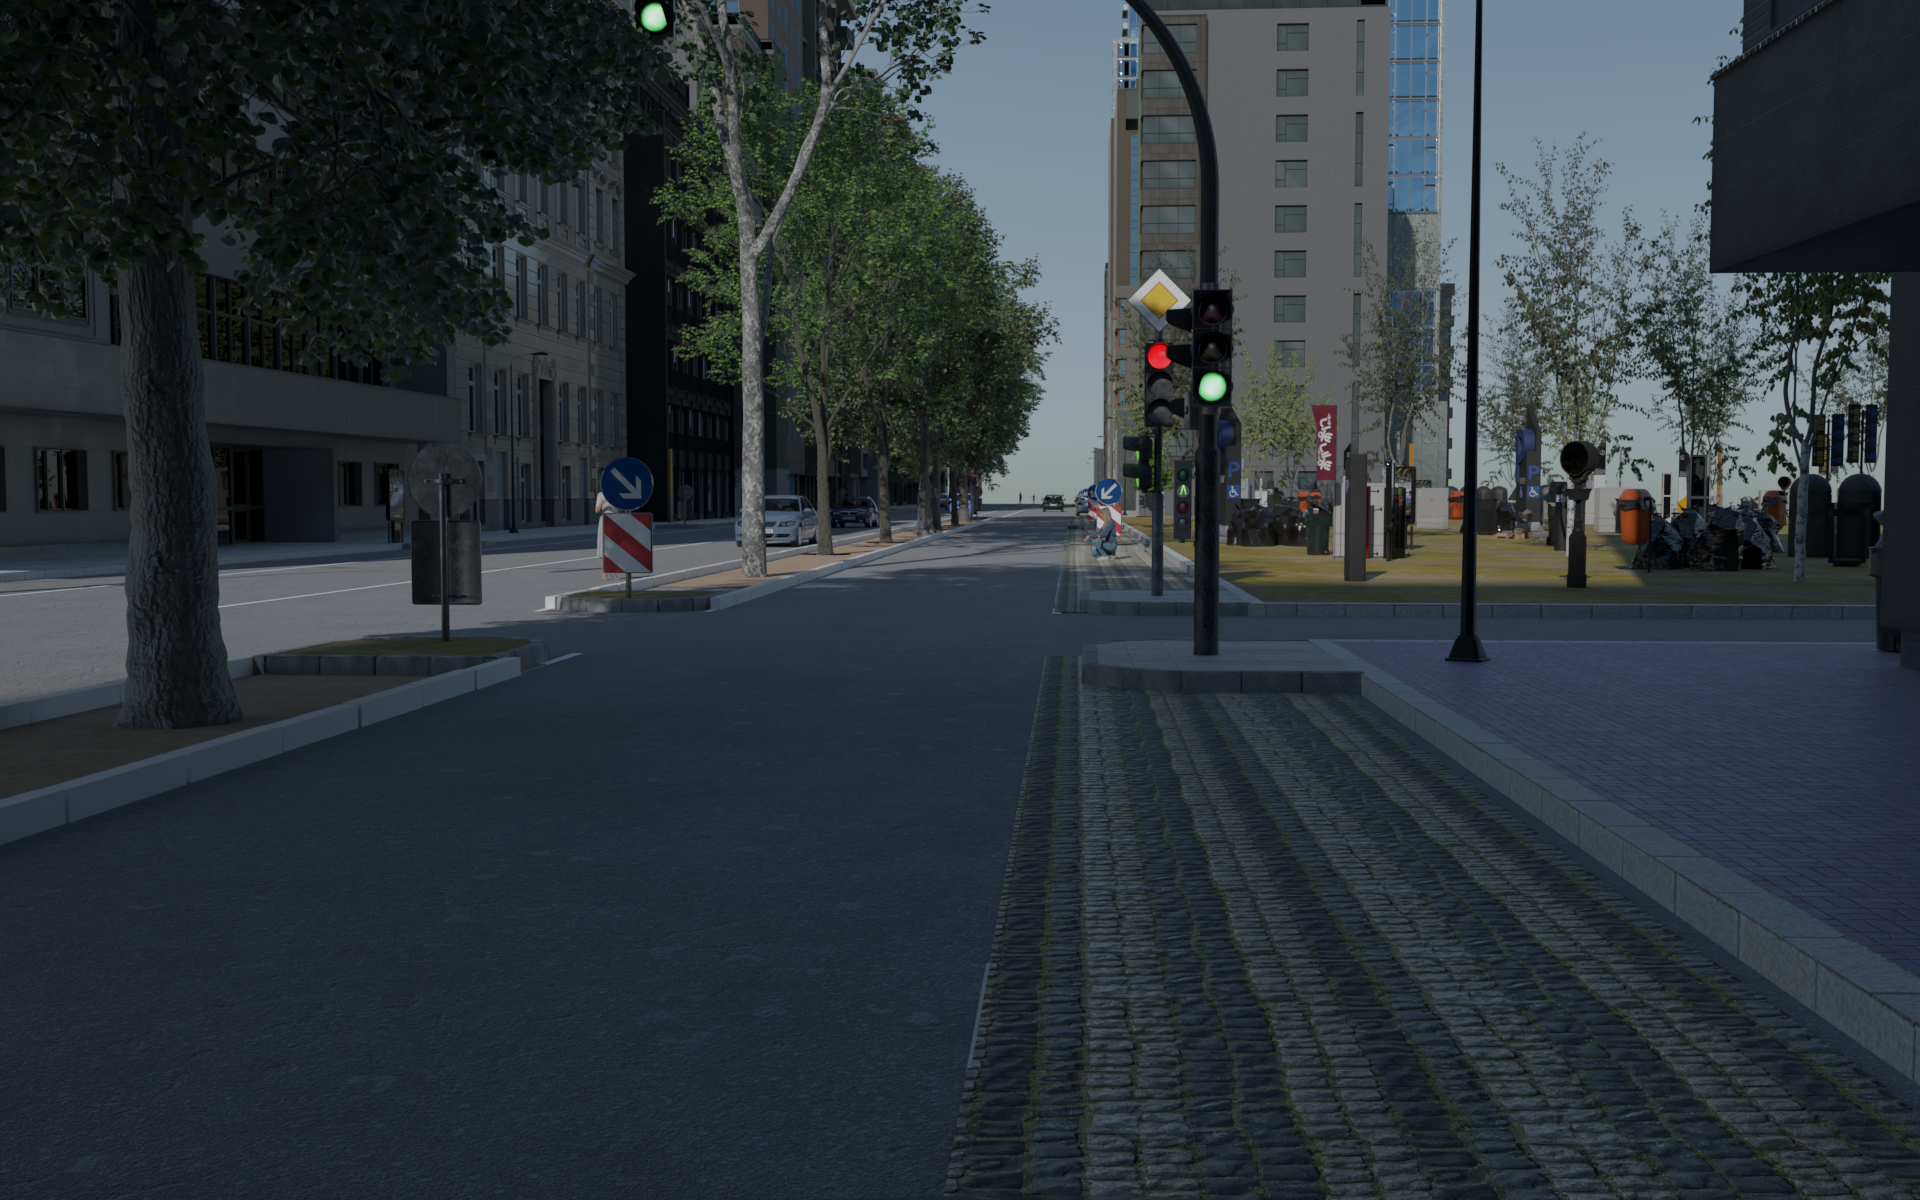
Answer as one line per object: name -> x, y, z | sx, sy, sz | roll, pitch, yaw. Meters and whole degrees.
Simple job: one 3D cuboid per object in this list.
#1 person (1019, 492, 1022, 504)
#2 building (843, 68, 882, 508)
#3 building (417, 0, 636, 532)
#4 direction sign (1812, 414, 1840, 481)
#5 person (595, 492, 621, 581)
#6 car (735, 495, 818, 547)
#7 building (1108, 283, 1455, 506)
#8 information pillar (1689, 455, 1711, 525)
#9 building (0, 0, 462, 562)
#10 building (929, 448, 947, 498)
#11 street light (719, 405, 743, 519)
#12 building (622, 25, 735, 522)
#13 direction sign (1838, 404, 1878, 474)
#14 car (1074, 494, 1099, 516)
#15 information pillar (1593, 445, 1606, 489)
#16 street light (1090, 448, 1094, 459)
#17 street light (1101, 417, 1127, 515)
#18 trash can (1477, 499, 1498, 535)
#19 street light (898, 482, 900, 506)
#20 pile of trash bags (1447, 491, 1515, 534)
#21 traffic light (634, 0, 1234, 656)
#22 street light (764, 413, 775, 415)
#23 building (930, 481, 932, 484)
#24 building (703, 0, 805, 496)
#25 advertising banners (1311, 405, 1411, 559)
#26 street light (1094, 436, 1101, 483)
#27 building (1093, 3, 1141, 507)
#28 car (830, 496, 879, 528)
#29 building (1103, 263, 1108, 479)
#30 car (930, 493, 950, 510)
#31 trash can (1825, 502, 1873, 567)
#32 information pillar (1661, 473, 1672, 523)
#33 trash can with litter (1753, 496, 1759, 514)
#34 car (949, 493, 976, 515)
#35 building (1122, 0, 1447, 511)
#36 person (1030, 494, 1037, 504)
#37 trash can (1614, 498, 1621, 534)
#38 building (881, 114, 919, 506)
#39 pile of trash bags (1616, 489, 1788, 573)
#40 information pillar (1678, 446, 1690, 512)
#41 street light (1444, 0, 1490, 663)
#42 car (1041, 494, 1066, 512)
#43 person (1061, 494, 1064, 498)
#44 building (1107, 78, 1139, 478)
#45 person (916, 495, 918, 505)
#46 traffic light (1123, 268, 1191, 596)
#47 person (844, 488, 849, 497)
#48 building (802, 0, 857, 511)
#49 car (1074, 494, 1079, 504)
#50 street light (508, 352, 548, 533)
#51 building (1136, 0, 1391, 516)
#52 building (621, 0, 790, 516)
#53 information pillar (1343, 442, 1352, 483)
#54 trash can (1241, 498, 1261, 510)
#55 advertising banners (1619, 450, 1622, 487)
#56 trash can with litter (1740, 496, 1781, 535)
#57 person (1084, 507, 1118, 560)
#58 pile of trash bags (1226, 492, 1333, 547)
person -> 8.552, -14.256, 242.108 | 0.617, 1.759, 0.750 | -2, 4, -34
building -> -14.947, -29.265, 162.069 | 14.154, 41.232, 14.086 | 0, 4, 4
building -> -21.387, -16.424, 65.793 | 12.463, 27.353, 25.104 | 0, 4, 4
direction sign -> 24.532, -3.487, 49.004 | 0.379, 3.537, 0.876 | -3, 4, -38
person -> -5.798, -1.203, 28.737 | 0.480, 1.755, 0.524 | -2, 4, -35
car -> -5.040, -2.221, 48.323 | 2.014, 1.417, 4.499 | 0, 4, 5
building -> 27.649, -19.106, 157.415 | 27.650, 21.520, 28.899 | 0, 4, 4
information pillar -> 13.799, -1.703, 32.338 | 0.304, 2.012, 0.304 | 2, 4, 34
building -> -22.941, -13.363, 37.544 | 14.314, 24.678, 30.058 | 0, 4, 4
building -> -9.327, -29.106, 247.581 | 14.160, 30.474, 14.107 | 0, 4, 4
street light -> -11.895, -7.215, 90.509 | 1.470, 5.913, 1.316 | 0, 4, 4
building -> -18.968, -15.718, 86.671 | 12.332, 23.373, 15.834 | 0, 4, 4
direction sign -> 22.721, -3.160, 43.668 | 0.876, 3.537, 0.379 | -1, 4, -16
car -> 8.425, -6.188, 113.172 | 2.014, 1.417, 4.499 | 0, 4, 3
information pillar -> 27.597, -5.097, 74.694 | 0.504, 3.616, 0.183 | 0, 4, 7
street light -> 13.922, -12.240, 172.662 | 1.470, 5.913, 1.316 | 0, 4, 4
street light -> 9.378, -8.046, 104.098 | 1.470, 5.913, 1.316 | 0, 4, 4
trash can -> 16.469, -2.603, 54.214 | 0.748, 1.137, 0.748 | 0, 3, 0
street light -> -5.867, -12.823, 182.196 | 1.470, 5.913, 1.316 | 0, 4, 4
pile of trash bags -> 17.245, -2.886, 56.933 | 3.447, 1.369, 1.912 | -3, 4, -36
traffic light -> -0.151, -2.391, 13.753 | 4.771, 5.953, 1.251 | 0, 4, 4
street light -> -11.302, -7.749, 99.229 | 1.470, 5.913, 1.316 | 0, 4, 4
building -> -14.659, -34.937, 225.843 | 22.147, 44.769, 28.867 | 0, 4, 4
building -> -18.725, -28.683, 119.086 | 14.600, 45.320, 14.200 | 0, 4, 4
advertising banners -> 7.909, -2.325, 34.199 | 2.074, 3.025, 0.090 | -1, 4, -9
street light -> 11.647, -10.148, 138.458 | 1.470, 5.913, 1.316 | 0, 4, 4
building -> 29.858, -56.576, 237.695 | 22.319, 86.520, 31.000 | 0, 4, 4
car -> -4.526, -3.781, 74.404 | 1.945, 1.354, 3.894 | 0, 4, 4
building -> 24.956, -27.199, 216.410 | 14.160, 30.474, 14.107 | 0, 4, 4
car -> -1.817, -9.062, 157.202 | 2.155, 1.783, 4.494 | 0, 4, 5
trash can -> 15.690, -1.159, 30.610 | 0.748, 1.137, 0.748 | 0, 3, 0
information pillar -> 24.567, -3.409, 60.233 | 0.304, 2.012, 0.304 | 1, 4, 15
trash can with litter -> 40.864, -4.776, 89.473 | 0.624, 1.170, 1.055 | -3, 4, -39
car -> 0.248, -6.885, 122.158 | 1.945, 1.707, 3.694 | 0, 4, 6
building -> 22.991, -49.699, 125.249 | 22.319, 86.520, 31.000 | 0, 4, 4
person -> 10.287, -14.046, 241.374 | 0.991, 1.433, 0.599 | 0, 4, 4
trash can -> 21.629, -2.727, 56.242 | 0.748, 1.137, 0.748 | 0, 3, 0
building -> -16.459, -33.155, 196.708 | 22.147, 44.769, 28.867 | 0, 4, 4
pile of trash bags -> 12.229, -1.196, 29.301 | 3.447, 1.369, 1.912 | -3, 4, -38
information pillar -> 35.269, -5.694, 84.448 | 0.504, 3.616, 0.183 | 0, 4, 4
street light -> 3.373, -2.488, 13.214 | 1.470, 5.913, 1.316 | 0, 4, 4
car -> 7.514, -7.930, 139.447 | 2.009, 1.686, 4.222 | 0, 4, 4
person -> 13.923, -13.830, 237.805 | 0.799, 1.438, 0.628 | 0, 4, -1
building -> 23.660, -32.872, 187.560 | 14.600, 45.320, 14.200 | 0, 4, 4
person -> -3.201, -7.533, 134.893 | 0.421, 1.427, 0.697 | -1, 4, -9
traffic light -> 2.469, -2.006, 21.724 | 0.839, 4.253, 0.868 | 0, 4, 4
person -> -7.346, -6.295, 111.362 | 0.705, 1.831, 1.348 | -2, 4, -24
building -> -20.248, -29.737, 140.828 | 22.147, 44.769, 28.867 | 0, 4, 4
car -> 16.559, -13.840, 236.514 | 2.015, 1.641, 3.980 | 0, 4, 3
street light -> -14.125, -5.146, 56.674 | 1.470, 5.913, 1.316 | 0, 4, 4
building -> 17.707, -20.370, 104.747 | 14.160, 30.474, 14.107 | 0, 4, 4
building -> -18.544, -20.408, 105.369 | 14.160, 30.474, 14.107 | 0, 4, 4
information pillar -> 17.572, -5.331, 78.519 | 0.183, 3.616, 0.504 | -2, 4, -26
trash can -> 9.350, -2.701, 55.807 | 0.748, 1.137, 0.748 | 0, 3, 0
advertising banners -> 26.099, -4.401, 68.145 | 0.090, 3.025, 2.074 | 2, 4, 31
trash can with litter -> 24.709, -2.674, 54.784 | 1.678, 1.210, 2.233 | -1, 4, -14
person -> 3.062, -1.434, 37.439 | 0.738, 1.151, 1.012 | 0, 4, 2
pile of trash bags -> 8.382, -2.028, 42.906 | 3.447, 1.369, 1.912 | 0, 4, -1
